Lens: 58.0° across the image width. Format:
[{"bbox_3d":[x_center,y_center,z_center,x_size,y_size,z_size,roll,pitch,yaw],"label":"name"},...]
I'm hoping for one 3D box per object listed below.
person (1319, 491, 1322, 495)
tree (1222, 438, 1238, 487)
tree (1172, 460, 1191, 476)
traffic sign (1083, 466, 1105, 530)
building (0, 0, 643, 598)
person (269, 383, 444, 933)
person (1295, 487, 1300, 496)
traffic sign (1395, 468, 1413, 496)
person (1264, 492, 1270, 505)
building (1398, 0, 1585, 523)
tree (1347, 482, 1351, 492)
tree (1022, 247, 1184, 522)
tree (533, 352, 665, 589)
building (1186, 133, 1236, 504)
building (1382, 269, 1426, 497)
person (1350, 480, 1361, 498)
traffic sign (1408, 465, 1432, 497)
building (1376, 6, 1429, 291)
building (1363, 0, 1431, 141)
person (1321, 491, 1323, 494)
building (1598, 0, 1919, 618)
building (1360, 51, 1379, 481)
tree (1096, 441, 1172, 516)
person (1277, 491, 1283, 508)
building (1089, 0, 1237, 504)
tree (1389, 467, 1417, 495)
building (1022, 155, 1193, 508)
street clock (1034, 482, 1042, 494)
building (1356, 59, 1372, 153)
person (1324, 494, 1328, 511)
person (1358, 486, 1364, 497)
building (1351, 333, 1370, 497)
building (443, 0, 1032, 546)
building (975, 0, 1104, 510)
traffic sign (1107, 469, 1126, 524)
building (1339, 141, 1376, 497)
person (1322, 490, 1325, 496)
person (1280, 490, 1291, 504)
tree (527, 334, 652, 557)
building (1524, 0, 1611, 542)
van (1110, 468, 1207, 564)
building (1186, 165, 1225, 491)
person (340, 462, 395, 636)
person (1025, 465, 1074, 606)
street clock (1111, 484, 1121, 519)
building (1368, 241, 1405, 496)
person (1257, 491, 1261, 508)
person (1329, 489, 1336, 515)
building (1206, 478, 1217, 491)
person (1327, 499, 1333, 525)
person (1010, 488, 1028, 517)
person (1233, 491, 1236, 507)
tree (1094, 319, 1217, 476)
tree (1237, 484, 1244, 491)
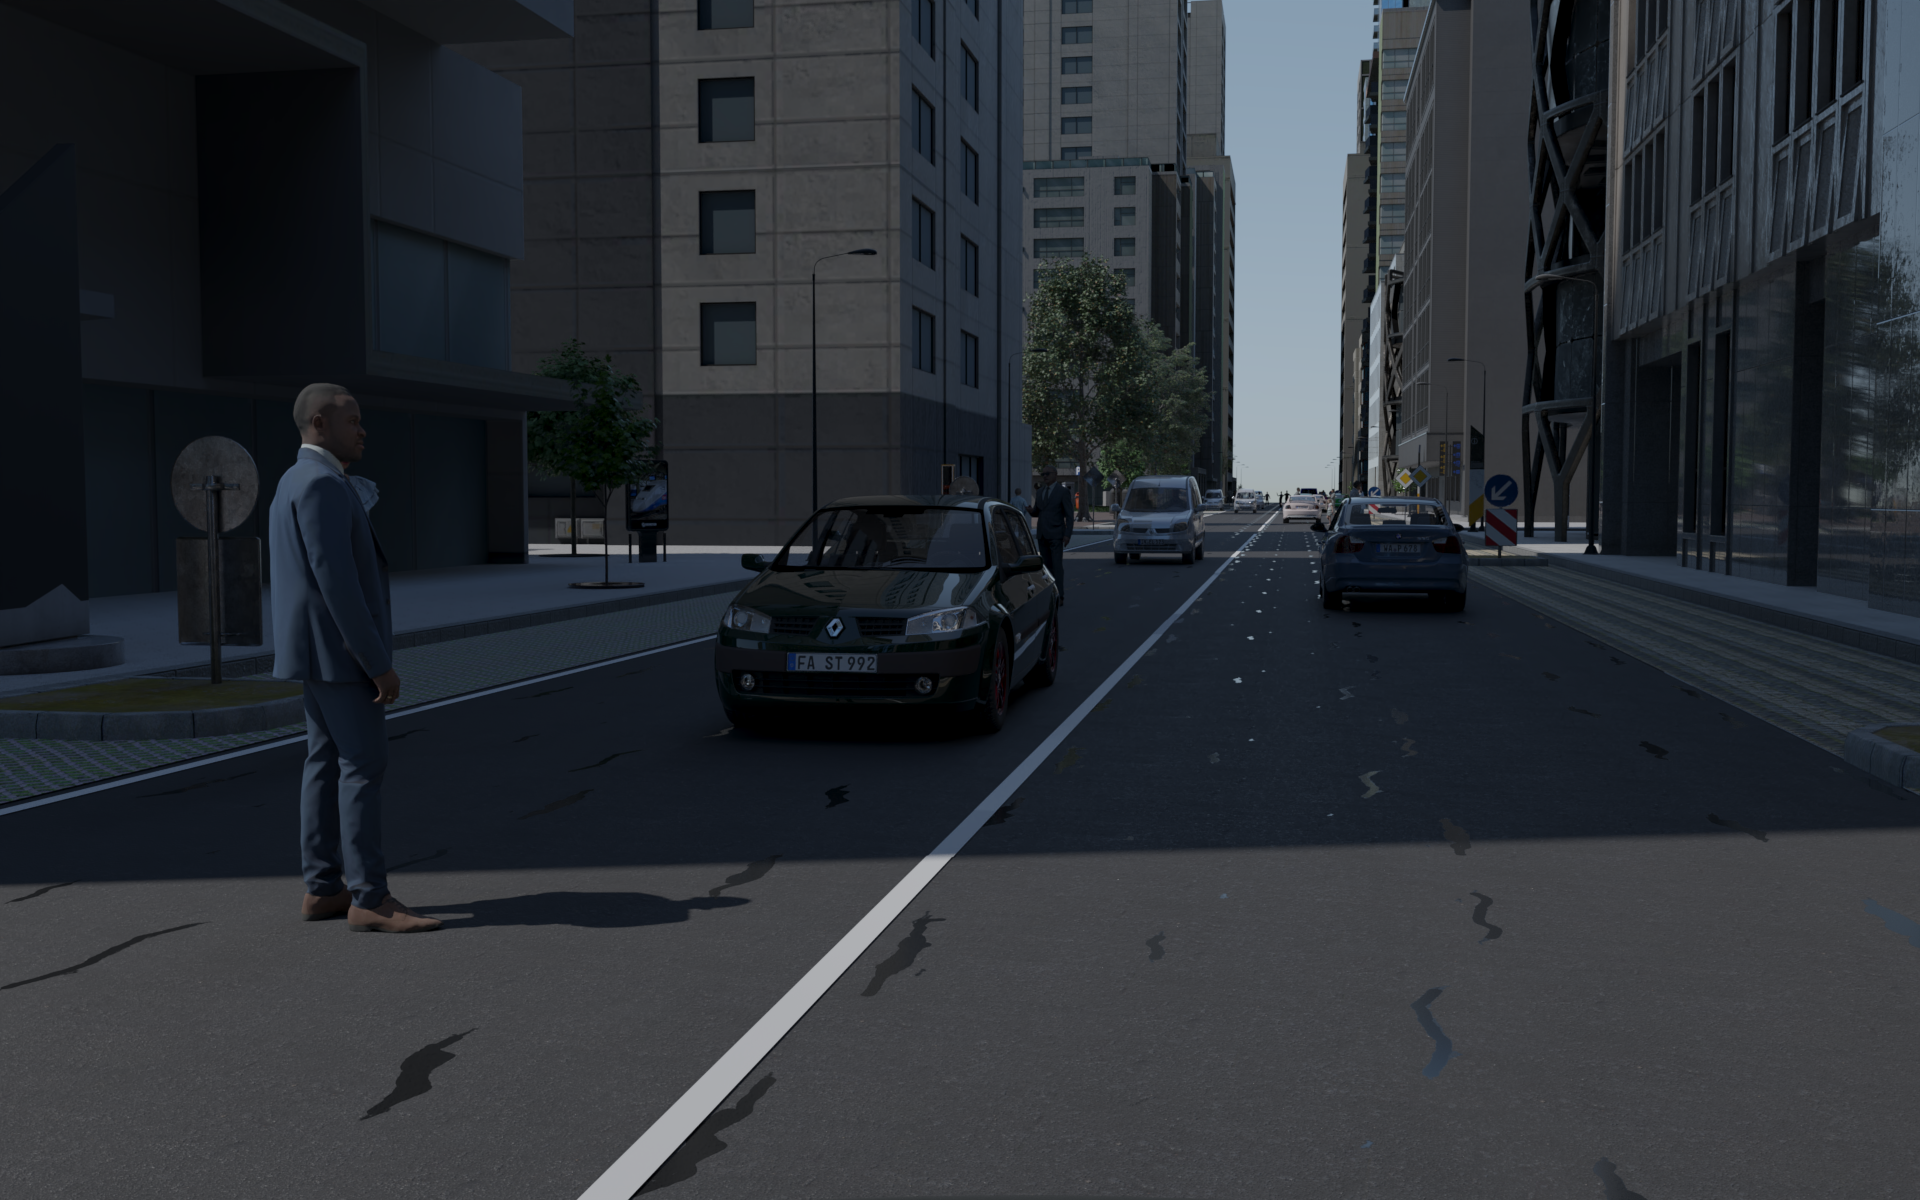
[{"bbox_3d":[40.715,-11.430,196.054,0.621,1.740,0.551,2,4,35],"label":"person"},{"bbox_3d":[32.963,-16.458,219.455,4.360,8.622,3.978,0,3,0],"label":"tree"},{"bbox_3d":[16.705,-9.429,137.884,4.285,4.588,4.351,0,3,0],"label":"tree"},{"bbox_3d":[4.754,-3.546,61.620,0.795,2.450,0.064,1,4,11],"label":"traffic sign"},{"bbox_3d":[-21.418,-26.280,18.912,28.713,52.752,27.495,1,4,11],"label":"building"},{"bbox_3d":[-2.082,0.177,5.791,0.419,1.800,0.721,-3,5,-40],"label":"person"},{"bbox_3d":[18.916,-5.387,96.679,0.767,1.812,0.694,0,4,-2],"label":"person"},{"bbox_3d":[17.306,-3.894,67.314,0.795,2.450,0.064,1,4,11],"label":"traffic sign"},{"bbox_3d":[40.467,-13.406,228.237,0.990,1.755,0.434,3,5,43],"label":"person"},{"bbox_3d":[30.570,-18.046,88.563,14.314,27.812,24.014,1,4,11],"label":"building"},{"bbox_3d":[50.939,-14.008,223.631,1.663,3.219,1.824,0,3,0],"label":"tree"},{"bbox_3d":[5.671,-10.022,80.862,9.611,12.733,9.660,0,3,0],"label":"tree"},{"bbox_3d":[-4.788,-1.775,23.619,1.663,3.219,1.824,0,3,0],"label":"tree"},{"bbox_3d":[26.477,-37.539,237.463,21.300,48.544,21.600,1,4,11],"label":"building"},{"bbox_3d":[36.502,-15.088,114.133,16.820,18.784,16.811,1,4,11],"label":"building"},{"bbox_3d":[11.719,-2.657,51.783,0.795,1.843,0.661,1,4,14],"label":"person"},{"bbox_3d":[15.791,-3.415,59.474,0.795,2.450,0.064,1,4,11],"label":"traffic sign"},{"bbox_3d":[42.867,-28.449,148.741,14.154,41.232,14.086,1,4,11],"label":"building"},{"bbox_3d":[68.944,-57.780,257.369,22.319,86.520,31.000,1,4,11],"label":"building"},{"bbox_3d":[43.044,-12.068,206.345,0.617,1.759,0.750,3,4,37],"label":"person"},{"bbox_3d":[17.592,-12.672,25.211,12.078,24.808,19.932,1,4,11],"label":"building"},{"bbox_3d":[50.778,-31.457,168.941,22.147,44.769,28.867,1,4,11],"label":"building"},{"bbox_3d":[9.710,-7.346,103.818,4.285,4.588,4.351,0,3,0],"label":"tree"},{"bbox_3d":[32.921,-10.343,178.411,0.742,1.727,0.445,2,4,25],"label":"person"},{"bbox_3d":[31.026,-50.133,257.928,20.563,71.187,20.611,1,4,11],"label":"building"},{"bbox_3d":[27.052,-6.791,105.638,1.663,3.219,1.824,0,3,0],"label":"tree"},{"bbox_3d":[12.872,-23.244,151.742,14.160,30.474,14.107,1,4,11],"label":"building"},{"bbox_3d":[4.872,-6.342,108.255,0.471,2.002,0.358,3,4,39],"label":"street clock"},{"bbox_3d":[73.054,-51.684,283.278,20.563,71.187,20.611,1,4,11],"label":"building"},{"bbox_3d":[31.857,-8.488,150.499,0.599,1.433,0.991,3,4,36],"label":"person"},{"bbox_3d":[15.723,-3.635,68.197,0.793,1.790,0.793,0,4,7],"label":"person"},{"bbox_3d":[59.343,-21.549,197.362,27.650,21.520,28.899,1,4,11],"label":"building"},{"bbox_3d":[-9.492,-37.521,51.715,20.611,71.187,20.563,1,4,11],"label":"building"},{"bbox_3d":[13.674,-44.646,168.208,20.563,71.187,20.611,1,4,11],"label":"building"},{"bbox_3d":[6.270,-4.026,69.461,0.795,2.450,0.064,1,4,11],"label":"traffic sign"},{"bbox_3d":[62.280,-37.226,232.341,21.300,48.544,21.600,1,4,11],"label":"building"},{"bbox_3d":[33.835,-9.352,161.391,0.705,1.826,1.348,0,4,-5],"label":"person"},{"bbox_3d":[32.972,-10.167,174.758,1.348,1.821,0.705,1,4,22],"label":"person"},{"bbox_3d":[-7.889,-3.176,35.647,4.285,4.588,4.351,0,3,0],"label":"tree"},{"bbox_3d":[24.534,-11.068,48.421,16.820,18.784,16.811,1,4,11],"label":"building"},{"bbox_3d":[4.275,-1.826,36.859,2.013,2.044,4.112,1,4,12],"label":"van"},{"bbox_3d":[24.622,-32.214,210.285,14.154,41.232,14.086,1,4,11],"label":"building"},{"bbox_3d":[-3.408,-0.048,9.385,0.616,1.811,0.778,-3,4,-38],"label":"person"},{"bbox_3d":[1.129,-0.830,22.240,0.661,1.801,0.590,3,4,39],"label":"person"},{"bbox_3d":[7.921,-5.098,87.915,0.358,2.002,0.471,-2,4,-35],"label":"street clock"},{"bbox_3d":[36.711,-16.906,131.160,10.420,20.320,16.860,1,4,11],"label":"building"},{"bbox_3d":[30.796,-10.377,178.879,0.721,1.743,1.217,-1,4,-19],"label":"person"},{"bbox_3d":[25.472,-6.720,118.545,0.466,1.800,0.511,-1,4,-18],"label":"person"},{"bbox_3d":[12.311,-30.643,192.900,32.217,40.220,23.993,1,4,11],"label":"building"},{"bbox_3d":[17.029,-4.030,79.402,0.382,1.210,0.505,-1,4,-12],"label":"person"},{"bbox_3d":[1.612,-2.321,48.255,0.589,1.601,0.330,1,4,10],"label":"person"},{"bbox_3d":[30.388,-11.193,191.520,0.705,1.822,1.348,1,4,16],"label":"person"},{"bbox_3d":[13.970,-13.353,124.982,9.857,13.997,8.962,0,3,0],"label":"tree"},{"bbox_3d":[48.519,-18.712,300.537,1.663,3.219,1.824,0,3,0],"label":"tree"}]
